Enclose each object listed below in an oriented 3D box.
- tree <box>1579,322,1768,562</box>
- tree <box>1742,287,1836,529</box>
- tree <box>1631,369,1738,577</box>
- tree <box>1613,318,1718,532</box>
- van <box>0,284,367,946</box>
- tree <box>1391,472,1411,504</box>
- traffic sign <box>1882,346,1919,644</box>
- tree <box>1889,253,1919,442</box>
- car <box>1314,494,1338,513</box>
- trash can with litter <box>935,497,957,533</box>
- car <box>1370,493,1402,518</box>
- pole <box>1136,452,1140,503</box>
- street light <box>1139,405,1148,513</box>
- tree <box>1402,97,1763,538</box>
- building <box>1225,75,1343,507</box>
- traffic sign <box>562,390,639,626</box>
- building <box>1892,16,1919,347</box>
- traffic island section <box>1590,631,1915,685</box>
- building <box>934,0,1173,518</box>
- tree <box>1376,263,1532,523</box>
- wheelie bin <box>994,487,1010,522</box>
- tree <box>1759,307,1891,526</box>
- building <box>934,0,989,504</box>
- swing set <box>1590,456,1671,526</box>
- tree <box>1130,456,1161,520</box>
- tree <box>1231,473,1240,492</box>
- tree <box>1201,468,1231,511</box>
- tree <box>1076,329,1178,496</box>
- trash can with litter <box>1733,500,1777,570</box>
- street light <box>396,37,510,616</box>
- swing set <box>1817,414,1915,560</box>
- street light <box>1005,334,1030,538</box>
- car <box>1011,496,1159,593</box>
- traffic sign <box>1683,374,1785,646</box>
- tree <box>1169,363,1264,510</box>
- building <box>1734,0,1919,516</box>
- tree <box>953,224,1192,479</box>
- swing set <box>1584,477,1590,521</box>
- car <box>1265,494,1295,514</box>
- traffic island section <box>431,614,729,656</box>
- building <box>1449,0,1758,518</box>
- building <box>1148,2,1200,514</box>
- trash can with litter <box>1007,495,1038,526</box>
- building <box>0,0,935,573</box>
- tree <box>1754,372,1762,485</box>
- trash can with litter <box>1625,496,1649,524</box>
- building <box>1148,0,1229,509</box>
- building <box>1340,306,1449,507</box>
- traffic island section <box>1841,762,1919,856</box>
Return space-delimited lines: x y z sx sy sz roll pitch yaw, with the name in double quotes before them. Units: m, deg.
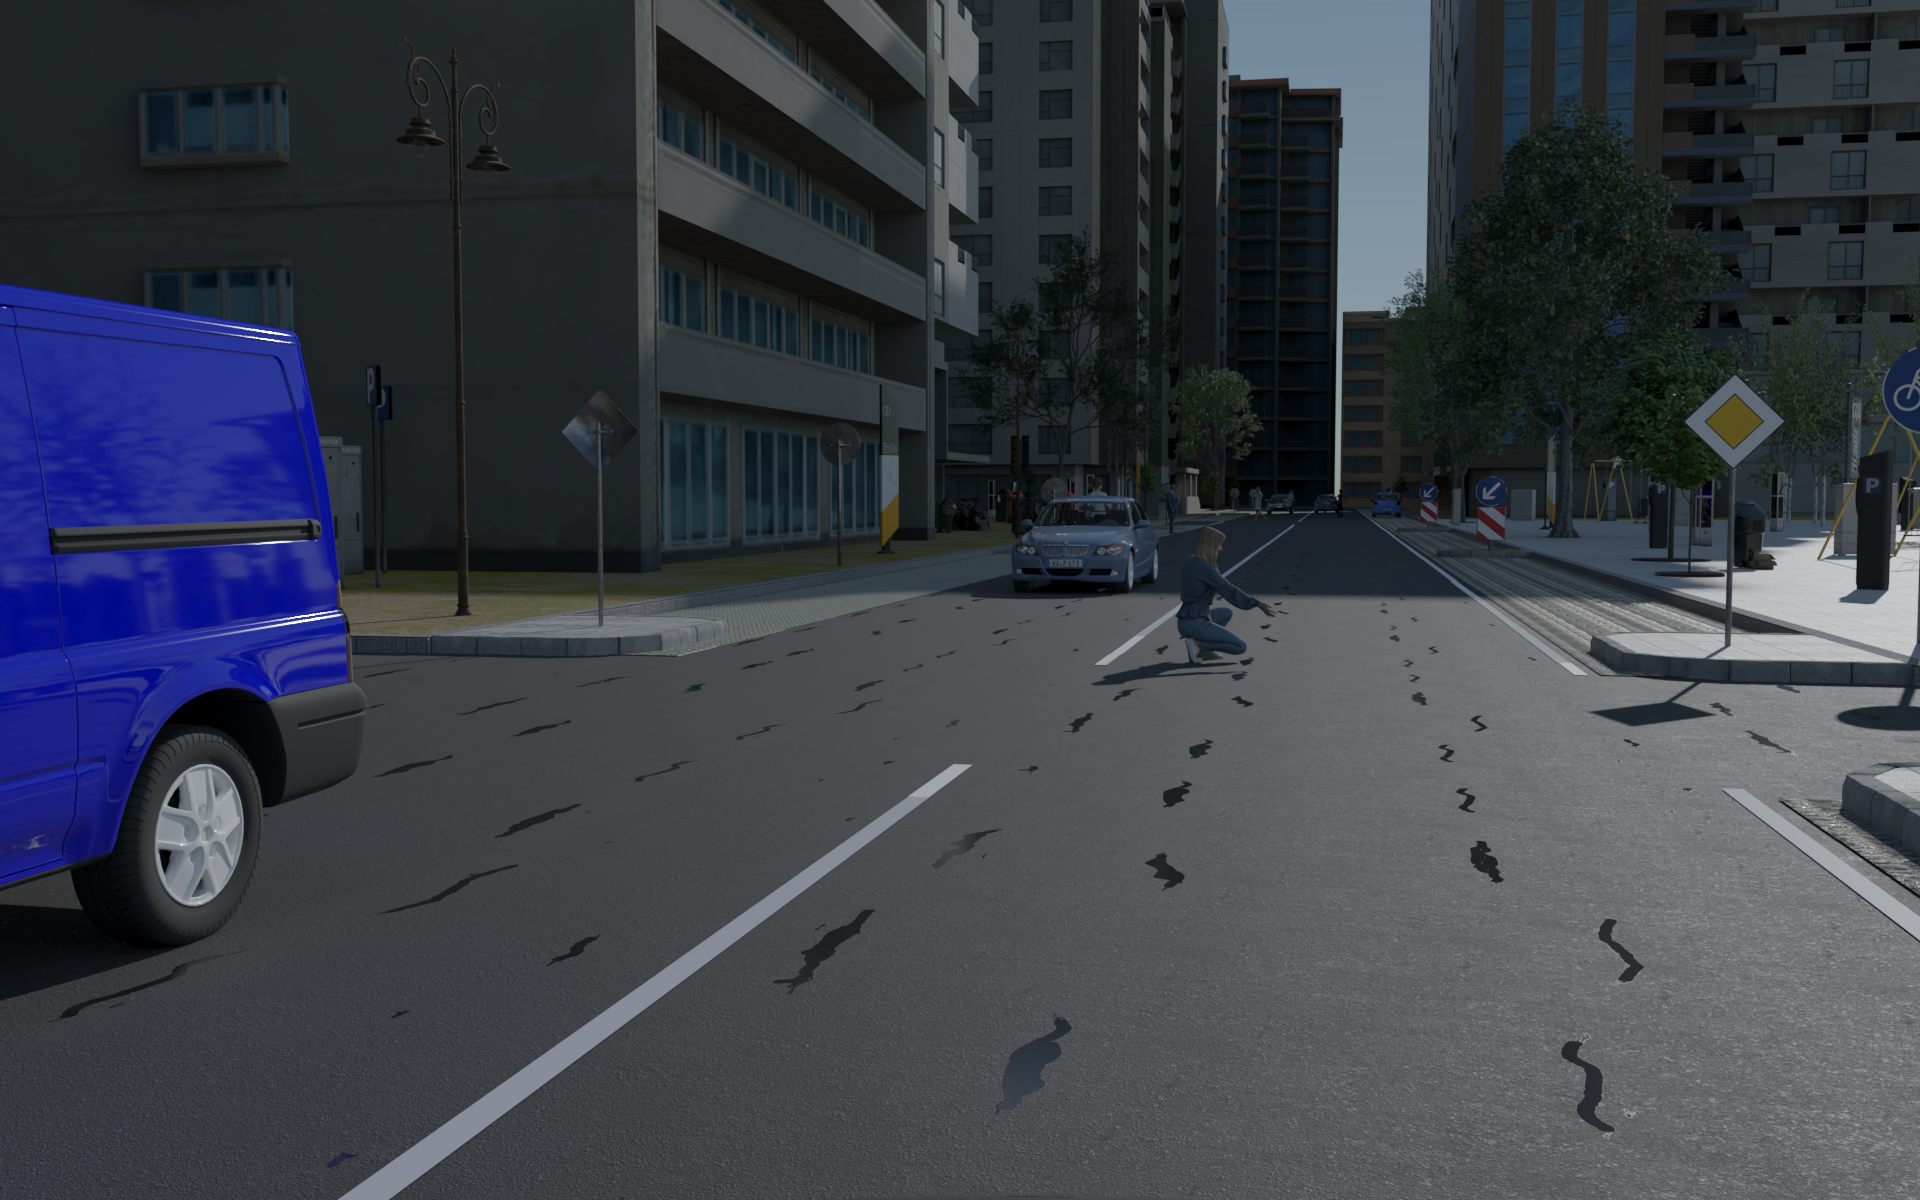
"tree" 13.701 -3.021 33.105 4.285 4.588 4.351 0 3 0
"tree" 30.065 -6.874 62.751 4.737 8.622 4.395 0 3 0
"tree" 11.331 -1.990 27.146 1.663 3.219 1.824 0 3 0
"tree" 23.468 -6.607 58.394 4.360 8.622 3.978 0 3 0
"van" -3.647 0.018 4.086 2.240 2.365 5.245 1 4 11
"tree" 37.161 -9.235 145.586 1.663 3.219 1.824 0 3 0
"traffic sign" 8.264 -0.899 14.804 0.768 2.556 0.104 1 4 15
"tree" 28.851 -6.168 51.208 4.737 8.622 4.395 0 3 0
"car" 27.698 -7.266 130.800 2.014 1.417 4.499 1 4 13
"trash can with litter" -0.685 -2.788 56.971 1.055 1.170 0.624 -2 4 -34
"car" 26.182 -5.919 106.363 1.945 1.707 3.694 1 4 12
"pole" 8.571 -5.480 83.436 0.158 3.312 0.155 0 3 0
"street light" 8.732 -6.666 81.782 0.468 5.910 1.993 1 4 12
"tree" 17.815 -8.160 50.431 9.611 12.733 9.660 0 3 0
"building" 25.830 -32.418 184.660 28.867 44.769 22.147 1 4 12
"traffic sign" -3.479 -0.801 16.738 0.795 2.450 0.064 1 4 12
"building" 79.224 -28.198 144.627 14.086 41.232 14.154 1 4 12
"traffic island section" 6.504 0.468 14.632 2.009 0.180 2.903 1 4 12
"building" 4.375 -20.018 98.991 14.160 30.474 14.107 1 4 12
"tree" 22.444 -9.268 77.280 9.928 11.665 9.643 0 3 0
"wheelie bin" 1.960 -4.349 79.013 0.693 1.594 0.980 1 4 12
"tree" 34.535 -7.227 68.525 4.360 8.622 3.978 0 3 0
"building" -14.511 -29.555 72.464 28.713 52.752 27.495 1 4 12
"swing set" 28.348 -4.527 71.637 3.119 2.851 2.862 -1 4 -8
"tree" 9.304 -5.669 87.289 1.663 3.219 1.824 0 3 0
"tree" 24.813 -9.889 156.280 1.663 3.219 1.824 0 3 0
"tree" 19.056 -8.298 130.273 1.663 3.219 1.824 0 3 0
"tree" 7.293 -7.743 76.953 4.360 8.622 3.978 0 3 0
"trash can with litter" 13.736 -1.128 29.825 0.624 1.170 1.055 0 4 -4
"street light" -5.254 -2.774 18.149 0.468 5.910 1.993 1 4 12
"swing set" 18.876 -2.198 33.560 3.119 2.851 2.862 -2 4 -34
"street light" 1.667 -4.721 49.981 0.468 5.910 1.993 1 4 12
"car" 2.017 -0.906 26.814 2.014 1.417 4.499 1 4 14
"traffic sign" 6.479 -0.668 14.560 0.795 2.450 0.064 1 4 12
"tree" 20.329 -12.910 136.826 9.928 11.665 9.643 0 3 0
"building" 46.761 -32.249 116.512 28.713 52.752 27.495 1 4 12
"tree" 3.533 -7.701 60.318 8.767 10.594 7.601 -3 4 -36
"swing set" 30.516 -5.036 79.959 3.119 2.851 2.862 0 4 7
"car" 23.003 -6.883 124.335 2.131 1.459 4.920 1 4 12
"traffic island section" -3.503 0.335 16.805 2.009 0.180 2.903 1 4 12
"building" 35.686 -27.384 97.845 14.600 45.320 14.200 1 4 12
"building" -0.069 -26.130 119.114 32.217 40.220 23.993 1 4 12
"trash can with litter" 2.663 -3.544 69.003 1.678 1.210 2.233 -2 4 -26
"building" -13.346 -25.406 39.097 21.300 48.544 21.600 1 4 12
"tree" 36.444 -7.552 73.842 4.360 8.622 3.978 0 3 0
"trash can with litter" 29.885 -3.890 74.660 2.233 1.210 1.678 3 4 37
"building" 12.827 -32.569 156.199 21.600 48.544 21.300 1 4 12
"building" 54.768 -20.578 181.495 28.899 21.520 27.650 1 4 12
"traffic island section" 4.807 0.945 6.829 2.009 0.180 2.903 1 4 12
